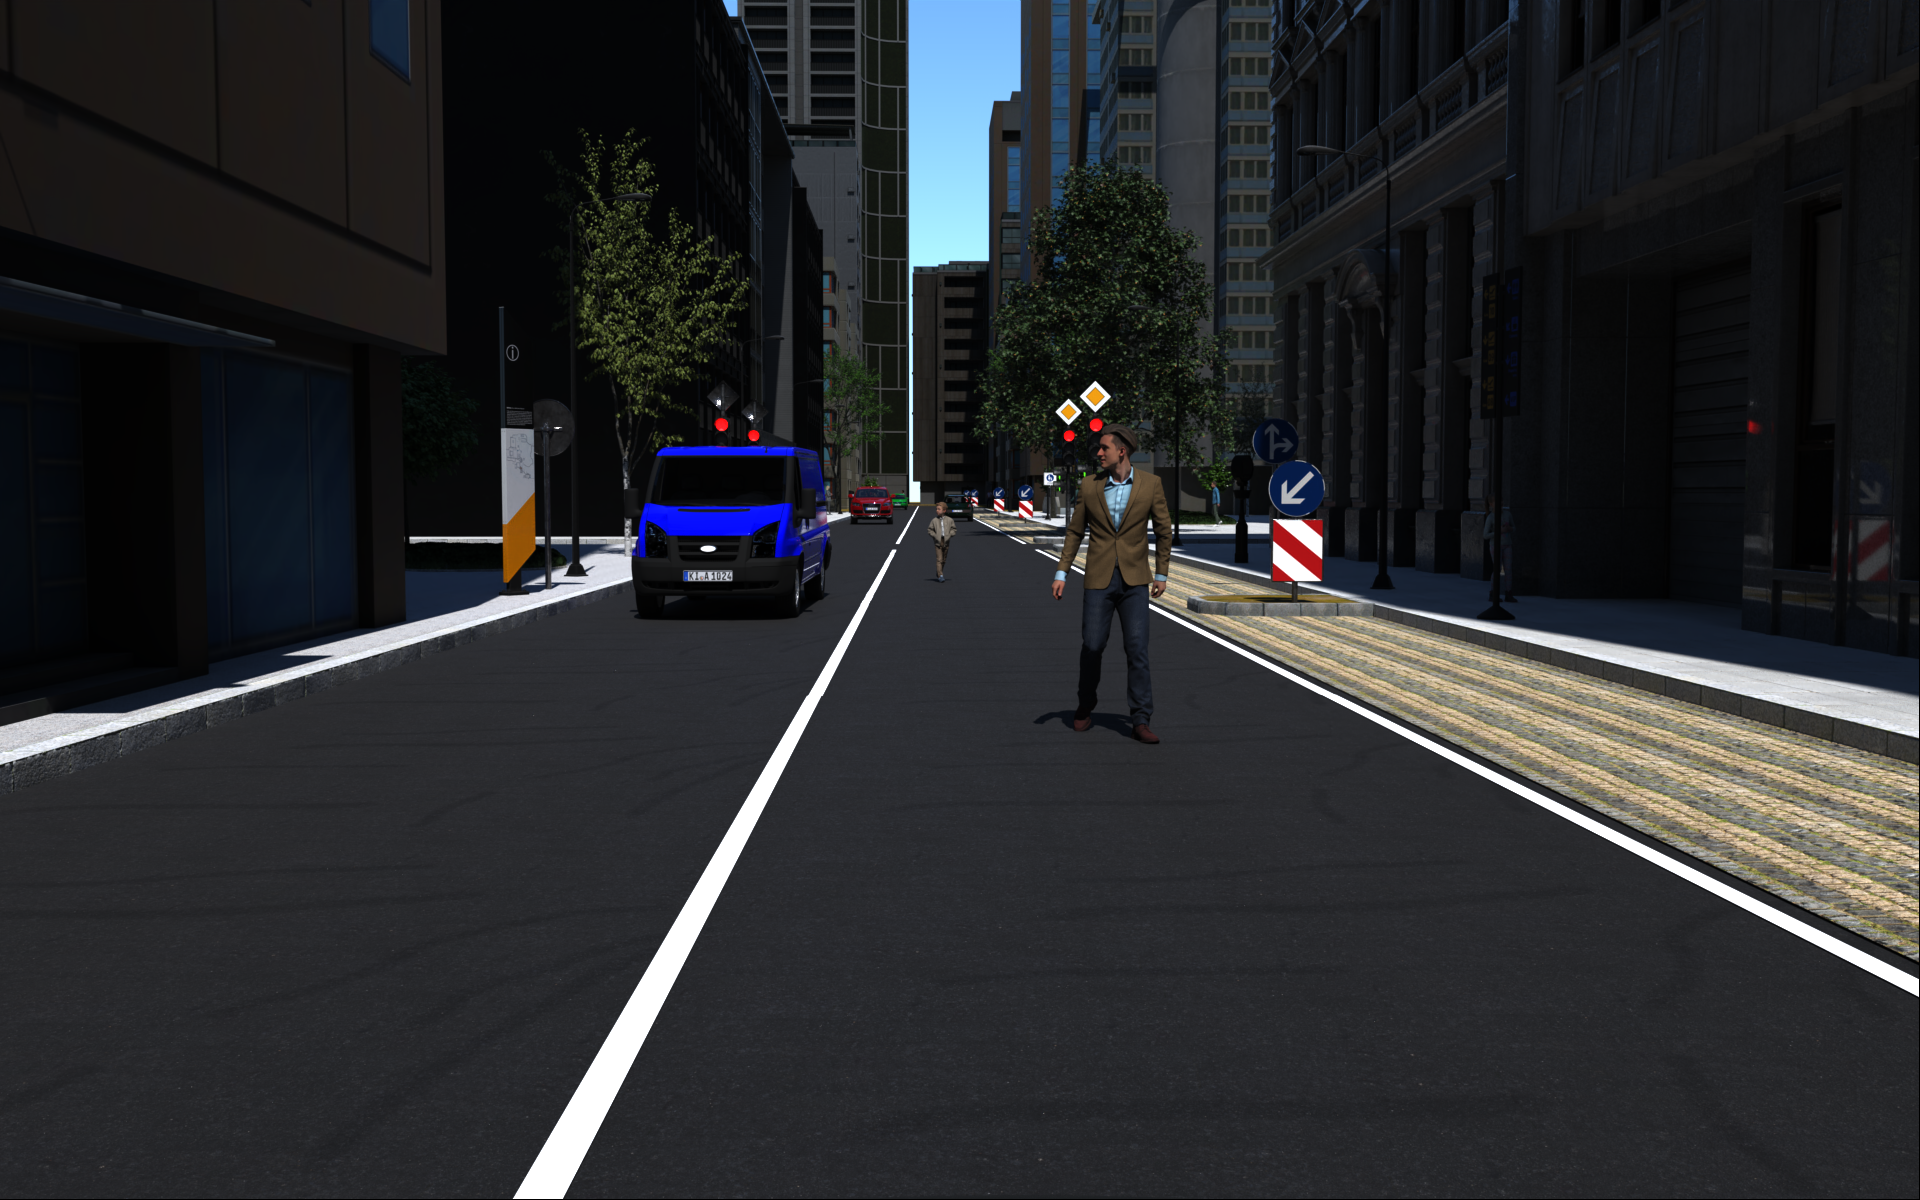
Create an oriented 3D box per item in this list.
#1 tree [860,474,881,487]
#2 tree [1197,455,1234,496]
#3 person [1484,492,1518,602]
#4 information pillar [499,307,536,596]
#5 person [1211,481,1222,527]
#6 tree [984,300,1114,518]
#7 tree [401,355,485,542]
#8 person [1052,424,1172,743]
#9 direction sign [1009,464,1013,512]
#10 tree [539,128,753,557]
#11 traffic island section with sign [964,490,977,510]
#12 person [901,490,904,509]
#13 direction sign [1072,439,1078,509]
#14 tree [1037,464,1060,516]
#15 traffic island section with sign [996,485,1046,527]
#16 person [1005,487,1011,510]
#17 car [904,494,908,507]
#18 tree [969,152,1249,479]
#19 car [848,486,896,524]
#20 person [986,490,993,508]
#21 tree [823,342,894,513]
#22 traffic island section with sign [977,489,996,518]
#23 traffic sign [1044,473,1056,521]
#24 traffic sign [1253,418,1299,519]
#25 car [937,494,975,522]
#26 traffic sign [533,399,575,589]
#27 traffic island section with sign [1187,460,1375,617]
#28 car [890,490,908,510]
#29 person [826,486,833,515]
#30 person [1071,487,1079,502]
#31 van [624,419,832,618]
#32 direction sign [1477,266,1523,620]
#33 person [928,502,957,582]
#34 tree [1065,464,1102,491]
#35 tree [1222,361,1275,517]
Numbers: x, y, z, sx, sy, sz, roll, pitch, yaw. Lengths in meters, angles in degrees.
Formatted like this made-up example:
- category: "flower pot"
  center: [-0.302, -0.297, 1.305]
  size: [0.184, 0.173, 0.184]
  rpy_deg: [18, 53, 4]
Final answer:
- category: "tree"
  center: [-9.157, -10.792, 171.042]
  size: [1.663, 3.219, 1.824]
  rpy_deg: [0, 3, 0]
- category: "tree"
  center: [11.688, -5.151, 78.819]
  size: [1.663, 3.219, 1.824]
  rpy_deg: [0, 3, 0]
- category: "person"
  center: [6.444, -0.627, 20.569]
  size: [0.425, 1.301, 0.394]
  rpy_deg: [-2, 4, -32]
- category: "information pillar"
  center: [-5.620, -1.873, 21.970]
  size: [0.183, 3.616, 0.504]
  rpy_deg: [2, 4, 34]
- category: "person"
  center: [10.087, -3.772, 68.056]
  size: [0.444, 1.785, 0.601]
  rpy_deg: [1, 4, 15]
- category: "tree"
  center: [4.786, -10.141, 91.559]
  size: [9.928, 11.665, 9.643]
  rpy_deg: [0, 3, 0]
- category: "tree"
  center: [-12.193, -3.317, 37.952]
  size: [4.285, 4.588, 4.351]
  rpy_deg: [0, 3, 0]
- category: "person"
  center: [0.888, -0.110, 10.207]
  size: [0.656, 1.842, 0.836]
  rpy_deg: [-1, 4, -22]
- category: "direction sign"
  center: [3.584, -7.906, 121.255]
  size: [0.379, 3.537, 0.876]
  rpy_deg: [0, 4, 2]
- category: "tree"
  center: [-6.643, -5.185, 35.132]
  size: [4.737, 8.622, 4.395]
  rpy_deg: [0, 3, 0]
- category: "traffic island section with sign"
  center: [1.151, -8.839, 153.153]
  size: [1.989, 1.847, 2.006]
  rpy_deg: [0, 4, -1]
- category: "person"
  center: [-5.638, -9.884, 170.109]
  size: [0.705, 1.824, 1.348]
  rpy_deg: [0, 4, -4]
- category: "direction sign"
  center: [4.585, -4.717, 69.128]
  size: [0.379, 3.537, 0.876]
  rpy_deg: [1, 4, 19]
- category: "tree"
  center: [5.100, -6.403, 99.286]
  size: [1.663, 3.219, 1.824]
  rpy_deg: [0, 3, 0]
- category: "traffic island section with sign"
  center: [2.720, -4.102, 75.697]
  size: [1.989, 1.847, 2.006]
  rpy_deg: [0, 4, -1]
- category: "person"
  center: [3.907, -8.205, 140.283]
  size: [0.705, 1.814, 1.350]
  rpy_deg: [-1, 4, -12]
- category: "car"
  center: [-6.662, -10.874, 189.587]
  size: [2.131, 1.459, 4.920]
  rpy_deg: [0, 4, 1]
- category: "tree"
  center: [4.972, -8.643, 58.323]
  size: [9.611, 12.733, 9.660]
  rpy_deg: [0, 3, 0]
- category: "car"
  center: [-4.240, -4.573, 83.448]
  size: [2.281, 1.827, 5.304]
  rpy_deg: [0, 4, -3]
- category: "person"
  center: [2.746, -9.558, 163.260]
  size: [0.436, 1.711, 0.756]
  rpy_deg: [-3, 4, -37]
- category: "tree"
  center: [-8.641, -11.872, 119.865]
  size: [9.928, 11.665, 9.643]
  rpy_deg: [0, 3, 0]
- category: "traffic island section with sign"
  center: [2.173, -5.750, 102.647]
  size: [1.989, 1.847, 2.006]
  rpy_deg: [0, 4, -1]
- category: "traffic sign"
  center: [4.329, -4.959, 83.206]
  size: [0.606, 2.300, 0.079]
  rpy_deg: [0, 4, 6]
- category: "traffic sign"
  center: [5.327, -1.785, 29.290]
  size: [0.768, 2.556, 0.104]
  rpy_deg: [0, 4, 8]
- category: "car"
  center: [-0.185, -4.988, 91.333]
  size: [2.009, 1.686, 4.222]
  rpy_deg: [0, 4, -1]
- category: "traffic sign"
  center: [-5.542, -1.415, 23.243]
  size: [0.768, 2.556, 0.104]
  rpy_deg: [0, 4, 7]
- category: "traffic island section with sign"
  center: [3.825, -0.761, 21.071]
  size: [1.989, 1.847, 2.006]
  rpy_deg: [0, 4, -1]
- category: "car"
  center: [-5.676, -9.084, 157.326]
  size: [1.959, 1.807, 4.718]
  rpy_deg: [0, 4, -2]
- category: "person"
  center: [-8.056, -6.147, 106.733]
  size: [0.526, 1.800, 0.537]
  rpy_deg: [0, 4, 7]
- category: "person"
  center: [5.426, -4.463, 79.358]
  size: [0.721, 1.781, 0.623]
  rpy_deg: [2, 4, 31]
- category: "van"
  center: [-2.793, -1.070, 21.878]
  size: [2.240, 2.365, 5.245]
  rpy_deg: [0, 4, 0]
- category: "direction sign"
  center: [5.509, -1.572, 17.696]
  size: [0.379, 3.537, 0.876]
  rpy_deg: [0, 4, -7]
- category: "person"
  center: [-0.284, -0.949, 28.285]
  size: [0.475, 1.303, 0.640]
  rpy_deg: [-1, 4, -17]
- category: "tree"
  center: [5.600, -4.984, 76.090]
  size: [1.663, 3.219, 1.824]
  rpy_deg: [0, 3, 0]
- category: "tree"
  center: [15.989, -8.935, 96.444]
  size: [4.360, 8.622, 3.978]
  rpy_deg: [0, 3, 0]
